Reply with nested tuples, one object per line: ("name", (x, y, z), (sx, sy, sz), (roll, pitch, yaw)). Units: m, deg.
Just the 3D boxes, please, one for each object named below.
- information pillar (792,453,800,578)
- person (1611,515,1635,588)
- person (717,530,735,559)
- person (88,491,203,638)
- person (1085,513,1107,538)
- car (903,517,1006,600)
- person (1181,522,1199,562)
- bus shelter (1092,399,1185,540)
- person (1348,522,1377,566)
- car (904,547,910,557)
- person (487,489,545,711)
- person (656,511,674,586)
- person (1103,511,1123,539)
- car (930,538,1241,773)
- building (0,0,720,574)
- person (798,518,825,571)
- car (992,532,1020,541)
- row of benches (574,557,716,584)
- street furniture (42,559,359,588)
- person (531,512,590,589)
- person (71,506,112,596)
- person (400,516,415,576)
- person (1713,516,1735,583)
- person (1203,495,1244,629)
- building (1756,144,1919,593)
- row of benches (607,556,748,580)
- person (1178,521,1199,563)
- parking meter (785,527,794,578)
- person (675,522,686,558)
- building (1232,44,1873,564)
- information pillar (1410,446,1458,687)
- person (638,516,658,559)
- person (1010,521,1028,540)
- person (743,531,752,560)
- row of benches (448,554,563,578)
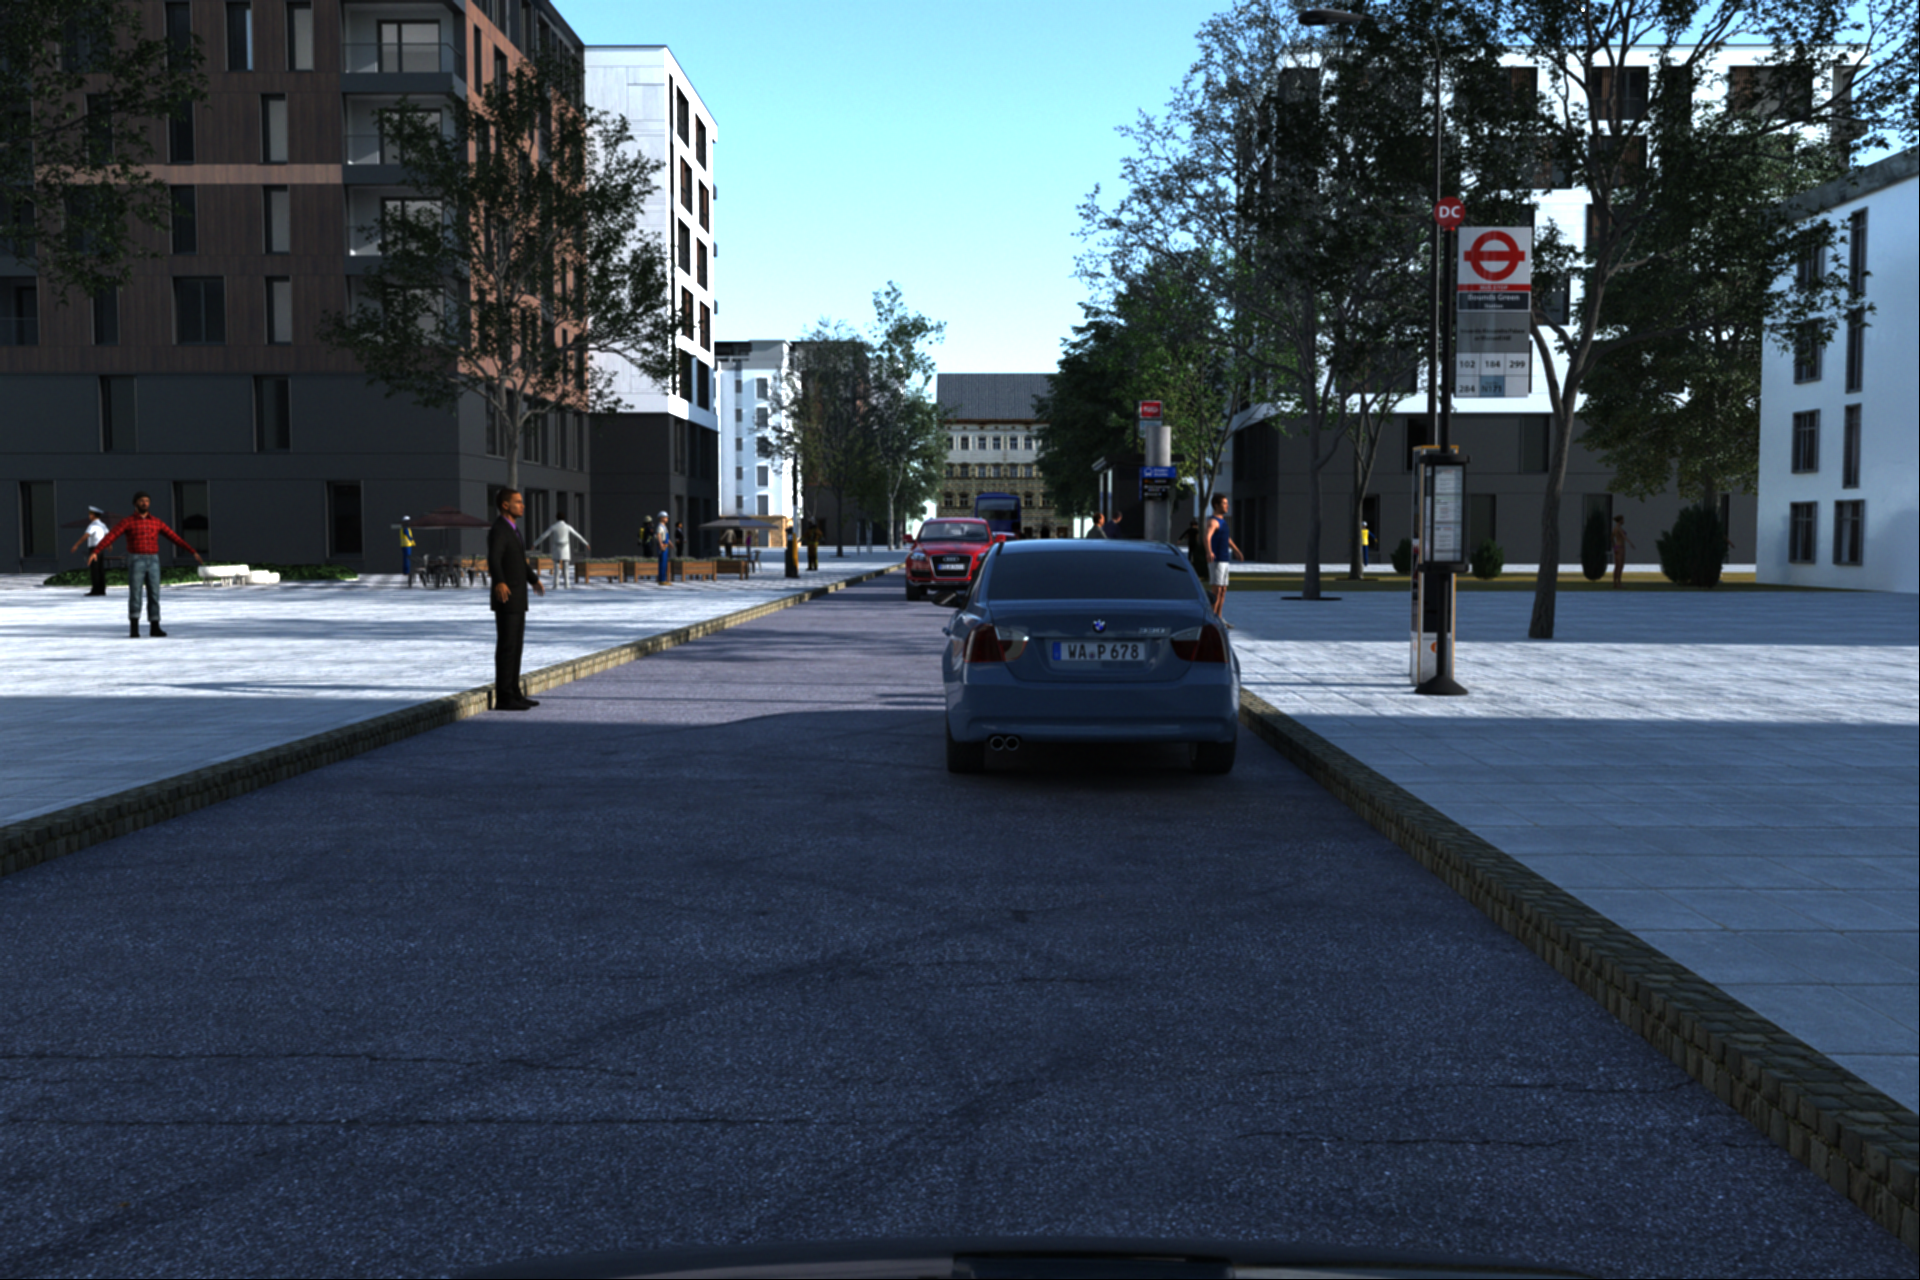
("information pillar", (-4.762, -3.592, 50.082), (0.183, 3.616, 0.504), (0, 4, 3))
("person", (15.693, -2.093, 41.020), (0.721, 1.733, 1.217), (0, 4, -1))
("person", (-9.482, -3.952, 70.750), (0.705, 1.813, 1.348), (1, 4, 22))
("person", (-10.144, -0.944, 21.542), (1.345, 1.816, 0.704), (-3, 5, -42))
("person", (2.407, -1.301, 30.006), (0.705, 1.796, 1.348), (-2, 4, -28))
("car", (-0.107, -1.858, 39.056), (2.281, 1.827, 5.304), (0, 4, 2))
("person", (9.960, -4.111, 73.347), (1.346, 1.812, 0.704), (-2, 4, -31))
("bus shelter", (4.934, -4.393, 49.451), (2.179, 5.291, 8.768), (0, 4, 1))
("person", (16.009, -3.817, 68.873), (1.216, 1.772, 0.721), (0, 4, -8))
("car", (-0.848, -2.874, 59.346), (2.083, 1.381, 4.827), (0, 4, 1))
("person", (-3.663, -0.337, 14.196), (0.704, 1.802, 1.346), (0, 4, -1))
("person", (-7.385, -2.285, 43.222), (0.705, 1.847, 1.347), (0, 4, 1))
("person", (3.315, -1.872, 37.098), (0.568, 1.767, 0.683), (-3, 4, -37))
("car", (0.791, 0.020, 11.673), (2.014, 1.417, 4.499), (0, 4, 1))
("building", (-26.208, -13.873, 70.793), (27.936, 21.610, 32.646), (0, 4, 1))
("person", (-5.186, -3.356, 60.636), (1.354, 1.858, 0.705), (3, 5, 39))
("car", (1.012, -2.457, 49.206), (2.155, 1.783, 4.494), (0, 4, 1))
("row of benches", (-8.383, -1.865, 45.955), (4.104, 0.672, 1.422), (-3, 5, -40))
("street furniture", (-19.828, -1.870, 46.197), (5.734, 0.657, 10.072), (0, 4, 5))
("person", (-9.363, -2.107, 40.636), (1.347, 1.806, 0.705), (-1, 4, -15))
("person", (-18.004, -1.851, 36.049), (0.704, 1.855, 1.343), (0, 4, 5))
("person", (-17.135, -2.921, 53.733), (0.705, 1.833, 1.349), (-2, 4, -28))
("person", (19.954, -2.426, 45.791), (0.704, 1.817, 1.347), (-1, 4, -13))
("person", (3.509, -1.049, 23.325), (0.704, 1.807, 1.345), (2, 4, 27))
("building", (25.012, -5.446, 31.191), (9.099, 9.664, 28.070), (0, 4, 1))
("row of benches", (-8.028, -2.034, 48.721), (4.104, 0.672, 1.422), (1, 4, 9))
("person", (9.618, -3.999, 71.566), (1.347, 1.806, 0.705), (2, 4, 27))
("parking meter", (-4.967, -2.605, 50.999), (0.372, 1.533, 0.369), (0, 3, 0))
("person", (-10.540, -3.592, 65.455), (0.721, 1.740, 1.216), (0, 4, 5))
("building", (27.700, -14.989, 89.044), (27.936, 21.610, 32.646), (0, 4, 1))
("information pillar", (3.981, -0.616, 14.568), (0.304, 2.012, 0.304), (0, 4, 1))
("person", (-9.948, -3.032, 55.348), (0.705, 1.856, 1.354), (-3, 5, -44))
("person", (1.769, -2.779, 54.036), (1.345, 1.843, 0.704), (1, 4, 22))
("person", (-9.588, -4.214, 78.160), (0.599, 1.433, 0.991), (-2, 4, -25))
("row of benches", (-13.654, -2.272, 52.617), (1.422, 0.672, 4.104), (3, 4, 36))
